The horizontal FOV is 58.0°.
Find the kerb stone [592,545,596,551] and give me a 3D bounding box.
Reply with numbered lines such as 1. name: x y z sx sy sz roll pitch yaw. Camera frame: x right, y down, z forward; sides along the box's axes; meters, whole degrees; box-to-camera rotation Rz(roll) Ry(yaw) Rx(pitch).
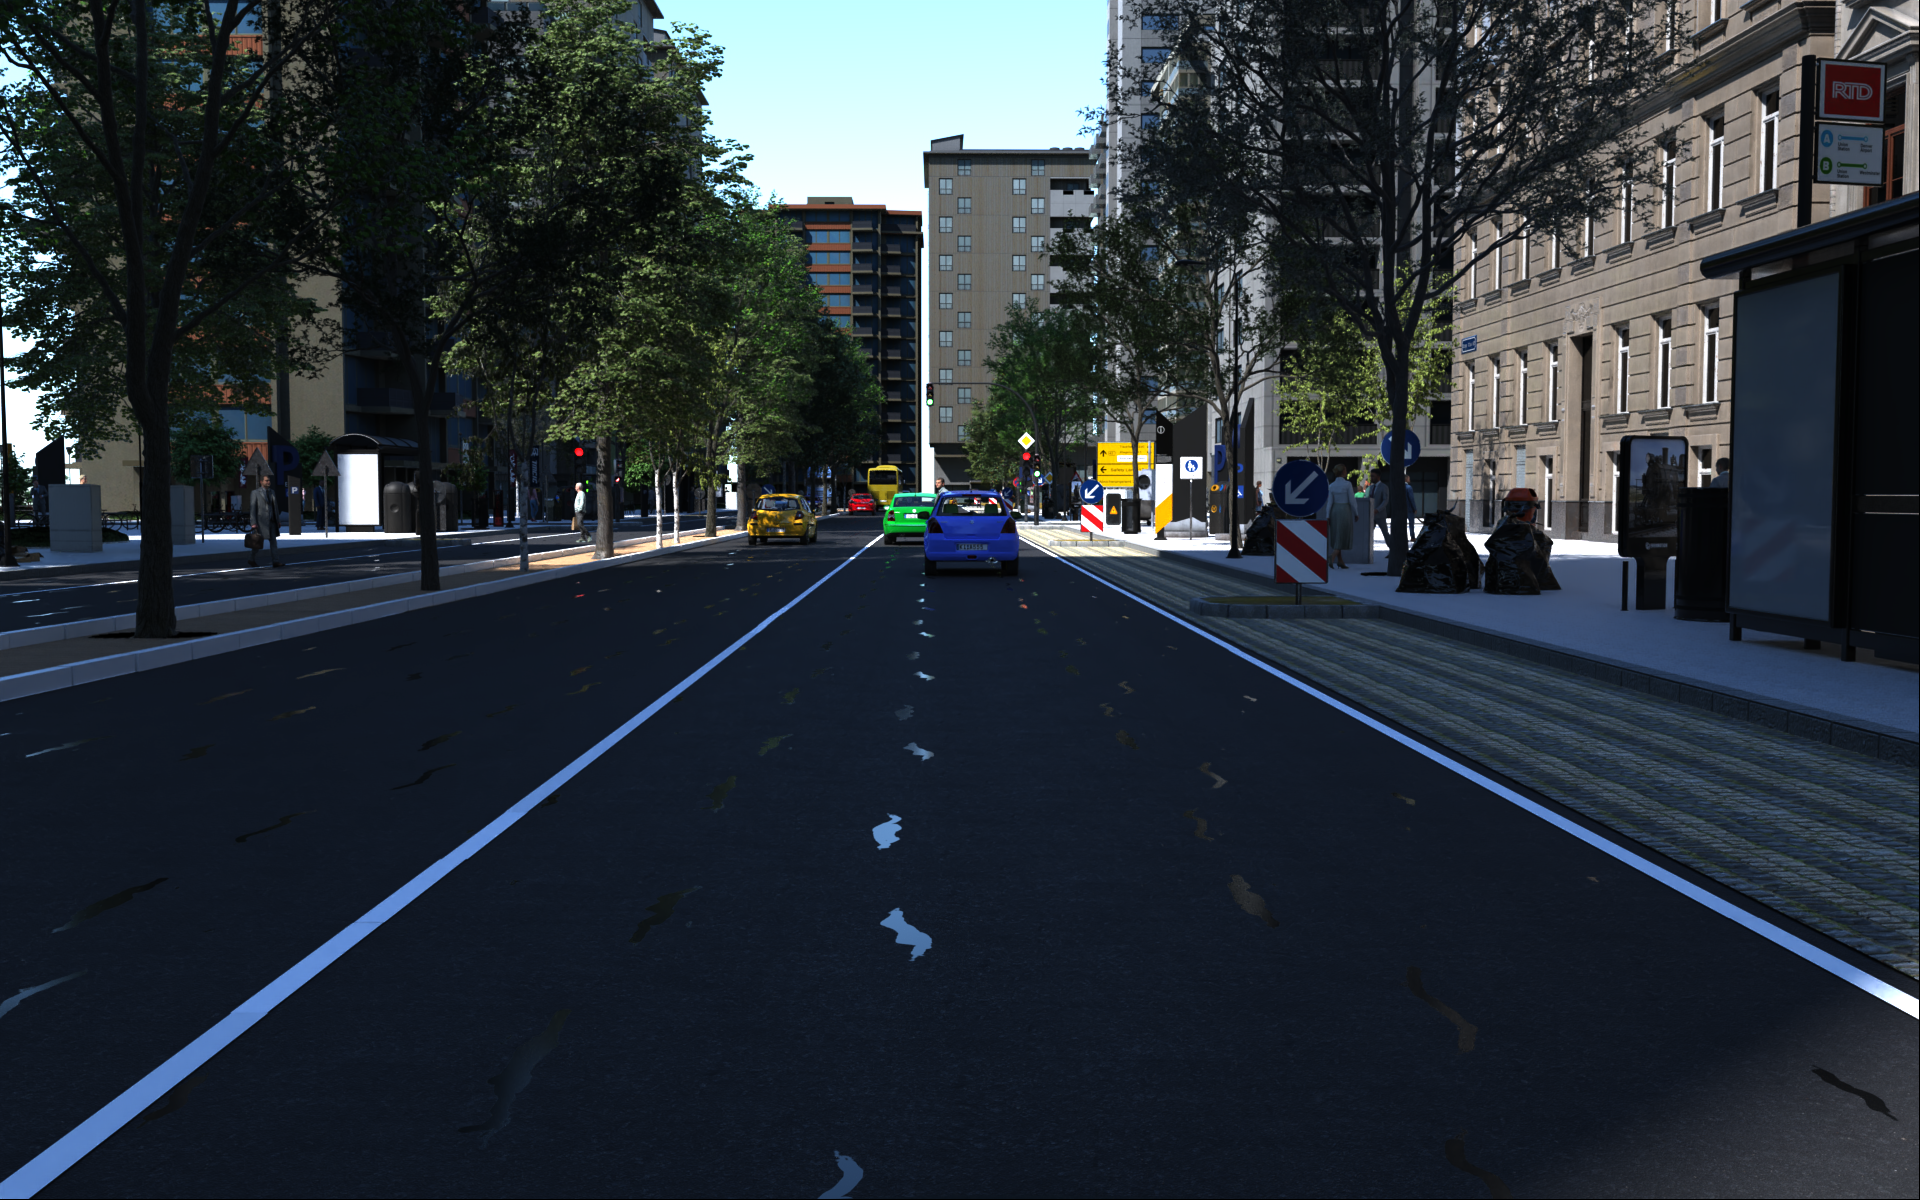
1. kerb stone: -9.187 -1.278 43.083 0.120 0.150 1.000 0 4 -1

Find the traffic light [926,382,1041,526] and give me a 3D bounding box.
1. traffic light: 1.002 -5.855 70.394 4.771 5.953 1.251 0 4 -1

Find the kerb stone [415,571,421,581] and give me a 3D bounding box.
1. kerb stone: -8.987 -0.400 28.761 0.120 0.150 1.000 0 4 -1

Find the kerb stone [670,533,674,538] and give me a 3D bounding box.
1. kerb stone: -9.337 -2.027 55.372 0.120 0.150 1.000 0 4 -1

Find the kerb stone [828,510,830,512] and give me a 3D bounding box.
1. kerb stone: -10.472 -7.142 139.022 0.120 0.150 1.000 0 4 -1

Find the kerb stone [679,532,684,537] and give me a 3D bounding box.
1. kerb stone: -9.376 -2.154 57.416 0.120 0.150 1.000 0 4 -1

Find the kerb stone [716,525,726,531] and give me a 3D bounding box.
1. kerb stone: -9.516 -2.844 68.691 0.120 0.150 1.000 0 4 -1

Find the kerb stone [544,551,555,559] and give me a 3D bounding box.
1. kerb stone: -9.103 -0.962 37.964 0.120 0.150 1.000 0 4 -1

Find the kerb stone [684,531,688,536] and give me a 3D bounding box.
1. kerb stone: -9.384 -2.217 58.443 0.120 0.150 1.000 0 4 -1

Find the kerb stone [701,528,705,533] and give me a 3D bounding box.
1. kerb stone: -9.441 -2.468 62.547 0.120 0.150 1.000 0 4 -1

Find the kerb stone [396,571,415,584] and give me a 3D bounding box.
1. kerb stone: -8.977 -0.339 27.735 0.120 0.150 1.000 0 4 -1

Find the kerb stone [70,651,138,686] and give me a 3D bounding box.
1. kerb stone: -6.682 0.537 13.416 0.120 0.150 1.000 0 4 -1

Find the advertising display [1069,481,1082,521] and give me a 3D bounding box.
1. advertising display: 5.513 -4.737 82.661 0.123 1.923 0.974 2 4 35

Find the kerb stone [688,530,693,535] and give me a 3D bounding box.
1. kerb stone: -9.396 -2.278 59.466 0.120 0.150 1.000 0 4 -1

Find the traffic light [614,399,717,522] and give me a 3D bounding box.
1. traffic light: -13.384 -6.341 78.347 4.771 5.953 1.251 0 4 -1

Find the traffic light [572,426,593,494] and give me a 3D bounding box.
1. traffic light: -15.367 -4.977 70.300 0.839 4.253 0.868 0 4 -1

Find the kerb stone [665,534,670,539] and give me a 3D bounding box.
1. kerb stone: -9.330 -1.967 54.350 0.120 0.150 1.000 0 4 -1

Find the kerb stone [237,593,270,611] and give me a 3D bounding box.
1. kerb stone: -8.888 0.038 21.588 0.120 0.150 1.000 0 4 -1

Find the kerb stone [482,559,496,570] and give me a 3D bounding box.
1. kerb stone: -9.044 -0.652 32.854 0.120 0.150 1.000 0 4 -1

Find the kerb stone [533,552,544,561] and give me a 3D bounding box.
1. kerb stone: -9.095 -0.902 36.941 0.120 0.150 1.000 0 4 -1

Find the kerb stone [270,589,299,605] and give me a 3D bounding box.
1. kerb stone: -8.904 -0.022 22.614 0.120 0.150 1.000 0 4 -1

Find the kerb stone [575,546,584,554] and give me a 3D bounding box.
1. kerb stone: -9.142 -1.152 41.034 0.120 0.150 1.000 0 4 -1

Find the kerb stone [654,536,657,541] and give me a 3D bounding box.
1. kerb stone: -9.305 -1.839 52.294 0.120 0.150 1.000 0 4 -1

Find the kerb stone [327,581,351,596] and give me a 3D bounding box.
1. kerb stone: -8.932 -0.149 24.659 0.120 0.150 1.000 0 4 -1

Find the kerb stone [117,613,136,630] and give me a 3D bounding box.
1. kerb stone: -8.847 0.225 18.510 0.120 0.150 1.000 0 4 -1

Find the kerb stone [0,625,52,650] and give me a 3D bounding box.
1. kerb stone: -8.823 0.351 16.457 0.120 0.150 1.000 0 4 -1

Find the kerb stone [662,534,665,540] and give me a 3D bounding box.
1. kerb stone: -9.315 -1.903 53.327 0.120 0.150 1.000 0 4 -1

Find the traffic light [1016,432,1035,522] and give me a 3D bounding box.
1. traffic light: 2.985 -5.482 78.548 0.839 4.253 0.868 0 4 -1

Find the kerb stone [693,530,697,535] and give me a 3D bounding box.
1. kerb stone: -9.422 -2.339 60.497 0.120 0.150 1.000 0 4 -1

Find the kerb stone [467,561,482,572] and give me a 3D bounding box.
1. kerb stone: -9.021 -0.584 31.828 0.120 0.150 1.000 0 4 -1

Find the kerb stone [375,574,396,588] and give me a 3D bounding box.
1. kerb stone: -8.955 -0.276 26.713 0.120 0.150 1.000 0 4 -1

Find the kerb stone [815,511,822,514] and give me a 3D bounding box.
1. kerb stone: -10.288 -6.331 125.700 0.120 0.150 1.000 0 4 -1

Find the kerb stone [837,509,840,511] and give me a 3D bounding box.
1. kerb stone: -10.650 -7.955 152.340 0.120 0.150 1.000 0 4 -1

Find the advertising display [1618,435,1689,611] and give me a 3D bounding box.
1. advertising display: 7.681 -0.856 19.201 0.974 1.923 0.123 -2 4 -29

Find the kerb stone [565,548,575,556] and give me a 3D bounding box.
1. kerb stone: -9.128 -1.090 40.010 0.120 0.150 1.000 0 4 -1

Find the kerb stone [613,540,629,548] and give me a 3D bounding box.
1. kerb stone: -9.234 -1.528 47.175 0.120 0.150 1.000 0 4 -1

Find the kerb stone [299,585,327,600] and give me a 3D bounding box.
1. kerb stone: -8.918 -0.087 23.637 0.120 0.150 1.000 0 4 -1

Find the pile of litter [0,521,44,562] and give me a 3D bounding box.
1. pile of litter: -18.063 -1.160 32.925 1.176 0.858 1.719 -1 4 -11

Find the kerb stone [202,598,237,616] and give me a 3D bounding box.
1. kerb stone: -8.876 0.100 20.566 0.120 0.150 1.000 0 4 -1

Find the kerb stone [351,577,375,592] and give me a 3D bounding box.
1. kerb stone: -8.940 -0.212 25.686 0.120 0.150 1.000 0 4 -1

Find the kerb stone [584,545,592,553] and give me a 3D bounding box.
1. kerb stone: -9.161 -1.214 42.059 0.120 0.150 1.000 0 4 -1

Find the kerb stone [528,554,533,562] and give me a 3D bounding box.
1. kerb stone: -9.081 -0.839 35.920 0.120 0.150 1.000 0 4 -1

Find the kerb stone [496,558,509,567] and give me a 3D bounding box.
1. kerb stone: -9.050 -0.714 33.876 0.120 0.150 1.000 0 4 -1

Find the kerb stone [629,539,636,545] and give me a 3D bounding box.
1. kerb stone: -9.250 -1.591 48.204 0.120 0.150 1.000 0 4 -1

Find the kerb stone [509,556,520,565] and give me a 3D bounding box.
1. kerb stone: -9.062 -0.775 34.898 0.120 0.150 1.000 0 4 -1

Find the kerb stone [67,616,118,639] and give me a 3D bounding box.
1. kerb stone: -8.829 0.288 17.483 0.120 0.150 1.000 0 4 -1

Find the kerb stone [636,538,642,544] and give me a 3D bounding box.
1. kerb stone: -9.260 -1.653 49.227 0.120 0.150 1.000 0 4 -1

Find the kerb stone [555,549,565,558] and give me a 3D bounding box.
1. kerb stone: -9.122 -1.021 38.986 0.120 0.150 1.000 0 4 -1

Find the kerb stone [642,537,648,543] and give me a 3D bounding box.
1. kerb stone: -9.279 -1.713 50.249 0.120 0.150 1.000 0 4 -1

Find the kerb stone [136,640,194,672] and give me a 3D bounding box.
1. kerb stone: -6.686 0.475 14.450 0.120 0.150 1.000 0 4 -1

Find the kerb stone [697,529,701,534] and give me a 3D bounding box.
1. kerb stone: -9.426 -2.405 61.519 0.120 0.150 1.000 0 4 -1

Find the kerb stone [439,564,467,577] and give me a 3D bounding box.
1. kerb stone: -9.016 -0.527 30.805 0.120 0.150 1.000 0 4 -1

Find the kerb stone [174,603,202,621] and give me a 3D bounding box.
1. kerb stone: -8.862 0.162 19.544 0.120 0.150 1.000 0 4 -1

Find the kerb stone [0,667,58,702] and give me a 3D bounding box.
1. kerb stone: -6.668 0.602 12.394 0.120 0.150 1.000 0 4 -1

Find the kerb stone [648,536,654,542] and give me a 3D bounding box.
1. kerb stone: -9.284 -1.778 51.272 0.120 0.150 1.000 0 4 -1
